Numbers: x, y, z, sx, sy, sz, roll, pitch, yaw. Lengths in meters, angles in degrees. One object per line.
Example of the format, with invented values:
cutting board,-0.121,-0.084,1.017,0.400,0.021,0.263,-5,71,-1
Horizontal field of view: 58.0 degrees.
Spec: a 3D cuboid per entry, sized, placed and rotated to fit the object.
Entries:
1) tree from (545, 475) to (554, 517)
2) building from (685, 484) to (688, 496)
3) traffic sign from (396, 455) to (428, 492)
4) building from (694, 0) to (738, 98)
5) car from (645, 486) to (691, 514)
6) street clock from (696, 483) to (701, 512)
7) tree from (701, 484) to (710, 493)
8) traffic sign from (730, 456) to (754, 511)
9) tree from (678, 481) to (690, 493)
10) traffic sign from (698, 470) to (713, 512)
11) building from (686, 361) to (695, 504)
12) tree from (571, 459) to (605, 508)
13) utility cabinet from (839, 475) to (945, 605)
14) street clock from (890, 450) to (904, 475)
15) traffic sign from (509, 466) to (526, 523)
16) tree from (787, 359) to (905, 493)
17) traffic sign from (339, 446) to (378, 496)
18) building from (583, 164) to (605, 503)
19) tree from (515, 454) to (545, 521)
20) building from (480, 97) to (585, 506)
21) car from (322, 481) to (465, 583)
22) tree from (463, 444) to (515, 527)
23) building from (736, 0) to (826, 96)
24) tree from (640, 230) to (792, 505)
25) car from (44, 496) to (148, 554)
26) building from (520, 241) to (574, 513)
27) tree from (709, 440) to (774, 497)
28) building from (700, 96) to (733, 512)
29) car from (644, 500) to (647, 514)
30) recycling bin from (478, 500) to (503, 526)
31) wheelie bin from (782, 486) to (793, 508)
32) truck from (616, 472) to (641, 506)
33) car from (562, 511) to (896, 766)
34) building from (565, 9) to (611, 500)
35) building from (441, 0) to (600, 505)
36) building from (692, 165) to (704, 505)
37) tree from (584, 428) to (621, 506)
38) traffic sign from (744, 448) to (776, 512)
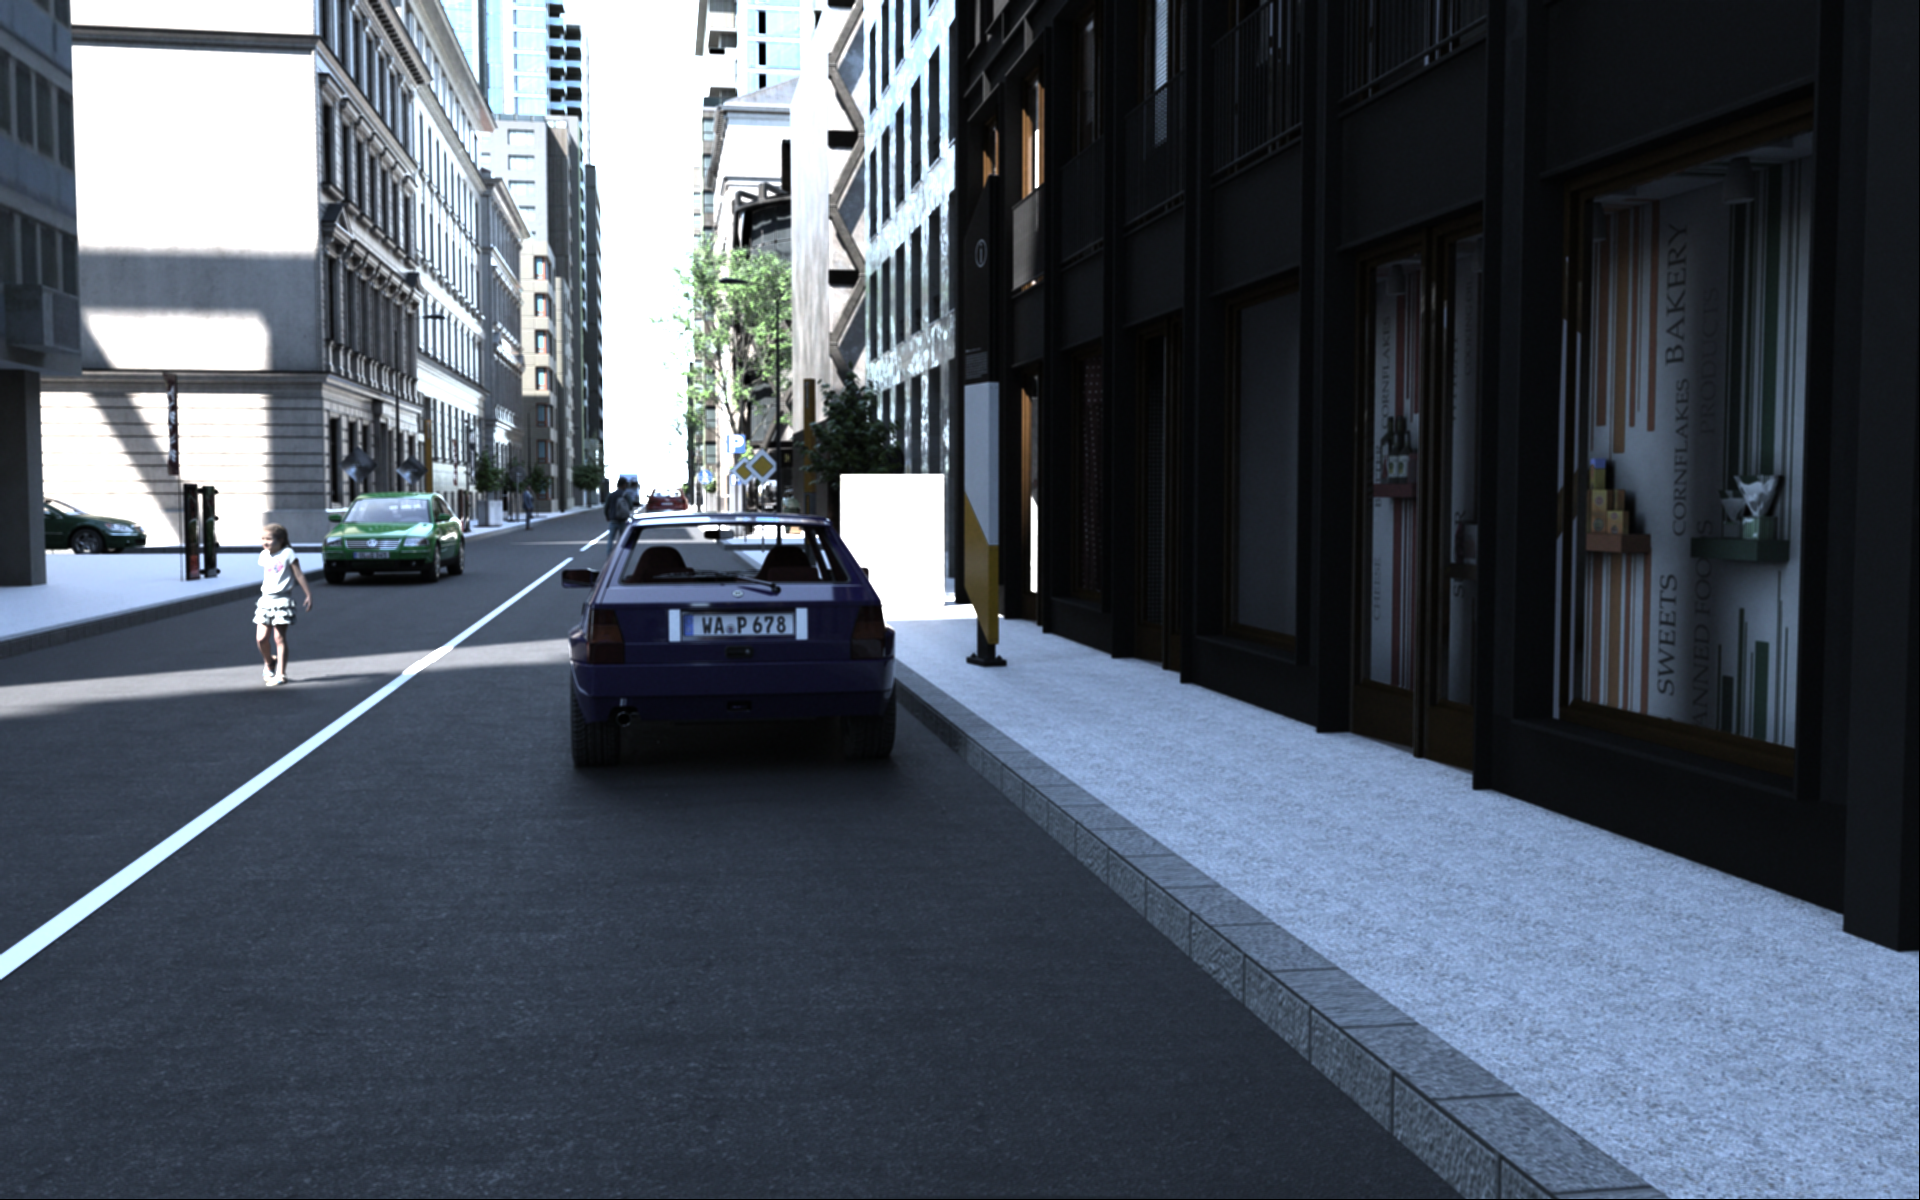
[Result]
tree,-23.054,-6.136,94.929,1.663,3.219,1.824,0,3,0
building,-26.739,-35.224,267.795,32.217,40.220,23.993,-1,4,-10
traffic sign,-13.995,-2.485,44.271,0.795,2.450,0.064,-1,4,-10
building,-13.001,-36.268,182.214,28.713,52.752,27.495,-1,4,-10
car,-14.526,-4.741,86.182,2.281,1.827,5.304,-1,4,-9
street clock,-16.928,-6.568,111.960,0.358,2.002,0.471,0,4,-3
tree,-17.541,-7.771,121.654,1.663,3.219,1.824,0,3,0
traffic sign,-5.670,-2.571,45.685,0.795,2.450,0.064,-1,4,-10
tree,-35.270,-13.844,220.951,1.663,3.219,1.824,0,3,0
traffic sign,-13.240,-5.505,90.109,0.768,2.556,0.104,0,4,-1
building,-24.017,-24.282,242.048,27.650,21.520,28.899,-1,4,-10
tree,-34.573,-10.832,160.814,4.285,4.588,4.351,0,3,0
utility cabinet,-0.761,-0.680,19.790,1.173,1.500,0.318,0,4,2
street clock,-1.065,-1.365,26.882,0.358,2.002,0.471,2,4,25
traffic sign,-19.928,-4.765,78.014,0.768,2.556,0.104,0,4,-6
tree,-1.665,-1.851,24.873,1.663,3.219,1.824,0,3,0
traffic sign,-12.634,-2.004,36.402,0.795,2.450,0.064,-1,4,-10
building,-60.658,-37.689,239.917,21.300,48.544,21.600,-1,4,-10
tree,-21.031,-5.372,82.426,1.663,3.219,1.824,0,3,0
building,-46.877,-30.414,180.870,14.154,41.232,14.086,-1,4,-10
car,-9.566,-1.262,29.425,1.959,1.807,4.718,-1,4,-8
tree,-18.385,-4.445,67.278,1.663,3.219,1.824,0,3,0
building,-10.671,-51.333,151.960,22.319,86.520,31.000,-1,4,-10
tree,-8.781,-8.751,68.840,9.928,11.665,9.643,0,3,0
car,-21.330,-1.713,39.800,4.920,1.459,2.131,-1,4,-9
building,-44.226,-17.461,130.525,27.650,21.520,28.899,-1,4,-10
tree,-7.588,-4.101,61.652,1.663,3.219,1.824,0,3,0
building,-12.368,-21.938,130.384,14.160,30.474,14.107,-1,4,-10
car,-18.970,-6.104,109.594,2.009,1.686,4.222,-1,4,-9
recycling bin,-18.719,-3.454,69.022,0.722,1.027,0.722,3,4,37
wheelie bin,-6.700,-3.771,69.565,0.980,1.594,0.693,1,4,16
truck,-40.846,-13.707,213.861,2.967,4.110,18.799,-1,4,-10
car,-1.456,0.122,10.585,1.945,1.354,3.894,-1,4,-10
building,-63.539,-50.290,260.490,20.563,71.187,20.611,-1,4,-10
building,-56.022,-55.061,212.917,22.319,86.520,31.000,-1,4,-10
building,-26.647,-32.745,218.969,14.154,41.232,14.086,-1,4,-10
tree,-40.044,-14.861,193.344,4.360,8.622,3.978,0,3,0
traffic sign,-4.309,-2.090,37.816,0.795,2.450,0.064,-1,4,-10
